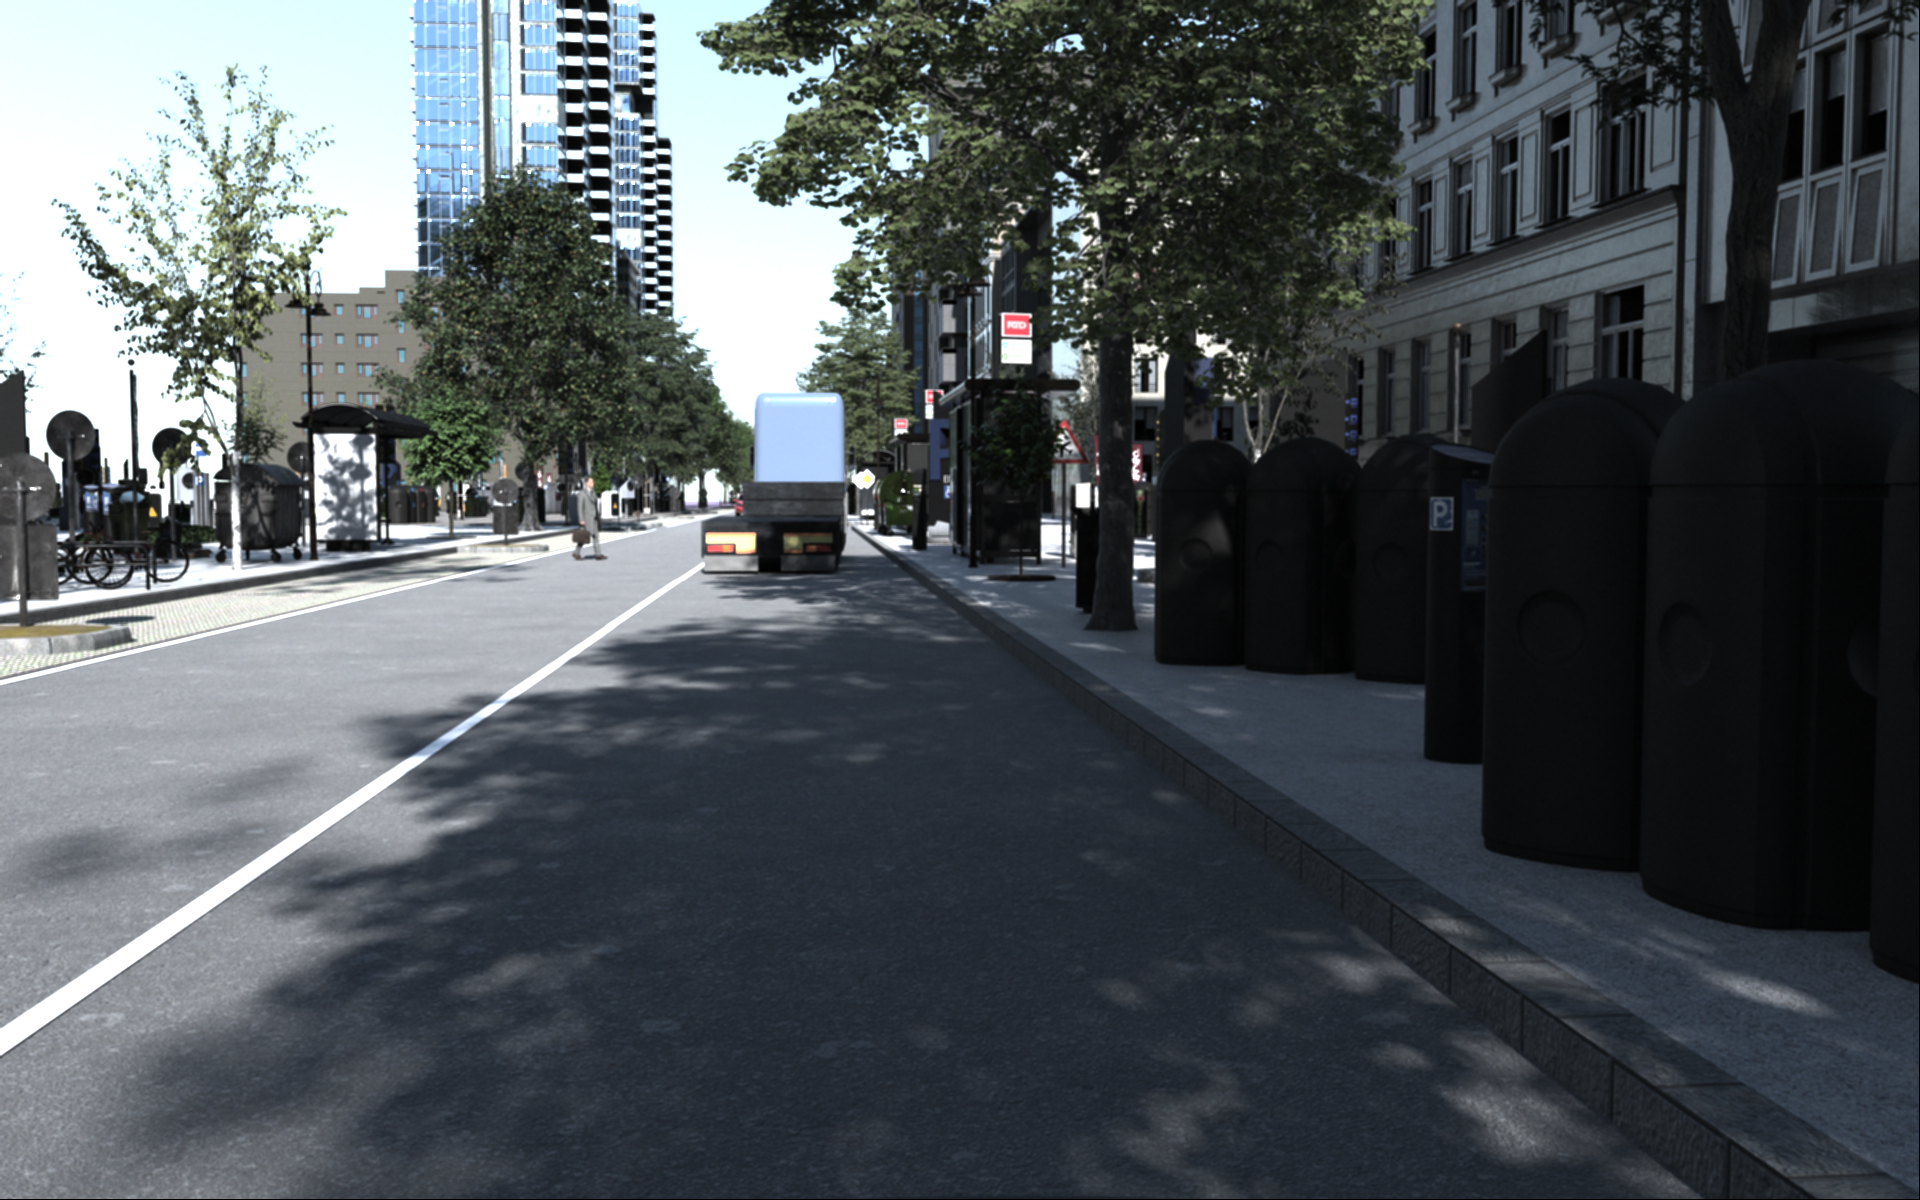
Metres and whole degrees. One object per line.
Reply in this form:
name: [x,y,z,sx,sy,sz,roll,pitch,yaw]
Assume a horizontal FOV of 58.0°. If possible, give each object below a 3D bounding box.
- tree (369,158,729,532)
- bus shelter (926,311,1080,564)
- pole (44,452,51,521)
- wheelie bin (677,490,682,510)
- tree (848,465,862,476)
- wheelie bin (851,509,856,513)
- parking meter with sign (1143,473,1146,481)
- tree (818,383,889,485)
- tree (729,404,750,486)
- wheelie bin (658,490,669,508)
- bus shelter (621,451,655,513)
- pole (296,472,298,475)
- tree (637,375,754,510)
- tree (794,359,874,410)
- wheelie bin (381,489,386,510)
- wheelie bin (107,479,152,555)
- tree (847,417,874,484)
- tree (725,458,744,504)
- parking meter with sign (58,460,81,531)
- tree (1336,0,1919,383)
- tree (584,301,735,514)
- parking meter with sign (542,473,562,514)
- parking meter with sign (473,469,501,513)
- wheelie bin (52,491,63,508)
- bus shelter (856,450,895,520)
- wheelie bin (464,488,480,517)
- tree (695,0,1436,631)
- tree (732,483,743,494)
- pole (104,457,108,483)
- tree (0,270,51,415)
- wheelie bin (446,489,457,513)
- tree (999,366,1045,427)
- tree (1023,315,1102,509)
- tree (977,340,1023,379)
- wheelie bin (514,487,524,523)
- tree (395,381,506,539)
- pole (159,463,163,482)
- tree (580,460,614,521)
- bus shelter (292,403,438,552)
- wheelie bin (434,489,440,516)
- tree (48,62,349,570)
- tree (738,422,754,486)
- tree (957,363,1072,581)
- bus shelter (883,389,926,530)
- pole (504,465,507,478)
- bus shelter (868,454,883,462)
tree: [-14.900,-8.710,59.414,9.611,12.733,9.660,0,3,0]
bus shelter: [0.767,-3.554,35.737,2.179,5.291,8.768,0,4,-5]
pole: [-44.084,-5.494,83.663,0.158,3.312,0.155,0,3,0]
wheelie bin: [-21.903,-7.789,135.264,0.693,1.594,0.980,0,4,3]
tree: [-18.095,-19.727,248.297,9.928,11.665,9.643,0,3,0]
wheelie bin: [-7.243,-6.577,115.439,0.980,1.594,0.693,-1,4,-18]
parking meter with sign: [6.336,-4.055,62.558,1.738,3.016,0.543,3,5,43]
tree: [-11.102,-15.964,171.382,12.009,13.543,11.850,0,3,0]
tree: [-24.987,-15.236,166.115,9.611,12.733,9.660,0,3,0]
wheelie bin: [-24.778,-8.373,144.808,0.980,1.594,0.693,-1,4,-11]
bus shelter: [-23.014,-8.873,122.699,2.179,5.291,8.768,0,4,-5]
pole: [-50.341,-8.427,131.630,0.158,3.312,0.155,0,3,0]
tree: [-23.221,-13.324,143.606,9.928,11.665,9.643,0,3,0]
tree: [-14.065,-22.166,218.307,12.611,20.169,13.585,0,3,0]
wheelie bin: [-33.912,-5.713,101.323,0.980,1.594,0.693,-3,4,-37]
wheelie bin: [-17.699,-1.774,36.918,0.980,1.594,0.693,2,4,30]
tree: [-7.544,-11.115,132.086,4.737,8.622,4.395,0,3,0]
tree: [-30.374,-16.940,227.325,4.360,8.622,3.978,0,3,0]
parking meter with sign: [-31.543,-3.983,61.384,0.543,3.016,1.738,-1,4,-15]
tree: [2.918,-4.421,6.704,7.601,10.594,8.767,-3,5,-40]
tree: [-20.406,-12.638,113.284,9.857,13.997,8.962,0,3,0]
parking meter with sign: [-26.385,-7.047,111.480,0.543,3.016,1.738,2,4,34]
parking meter with sign: [-32.703,-7.591,120.380,1.738,3.016,0.543,-1,4,-8]
wheelie bin: [-62.635,-6.869,120.216,0.693,1.594,0.980,-1,4,-13]
bus shelter: [-3.891,-5.389,82.027,2.014,3.302,5.546,0,4,-5]
wheelie bin: [-26.815,-5.339,95.203,0.693,1.594,0.980,2,4,29]
tree: [1.358,-6.015,16.466,7.486,12.596,7.792,0,3,0]
tree: [-33.351,-16.165,258.899,1.663,3.219,1.824,0,3,0]
pole: [-47.552,-6.280,96.522,0.158,3.312,0.155,0,3,0]
tree: [-30.037,-6.262,52.754,4.360,8.622,3.978,0,3,0]
wheelie bin: [-33.804,-6.569,115.304,0.693,1.594,0.980,0,4,1]
tree: [2.808,-9.184,100.518,4.737,8.622,4.395,0,3,0]
tree: [5.199,-7.235,68.647,4.360,8.622,3.978,0,3,0]
tree: [1.816,-7.905,79.616,4.360,8.622,3.978,0,3,0]
wheelie bin: [-19.657,-4.298,78.179,0.980,1.594,0.693,-2,4,-27]
tree: [-14.933,-4.080,50.420,4.285,4.588,4.351,0,3,0]
pole: [-47.250,-6.647,102.519,0.158,3.312,0.155,0,3,0]
tree: [-17.352,-5.472,84.061,1.663,3.219,1.824,0,3,0]
bus shelter: [-13.989,-2.888,41.138,2.014,3.302,5.546,0,4,-5]
wheelie bin: [-30.557,-5.634,100.031,0.693,1.594,0.980,3,5,40]
tree: [-12.509,-4.819,29.149,4.737,8.622,4.395,0,3,0]
tree: [-37.572,-24.571,308.396,9.857,13.997,8.962,0,3,0]
tree: [0.779,-1.910,25.825,1.663,3.219,1.824,0,3,0]
bus shelter: [-1.462,-5.273,63.849,2.179,5.291,8.768,0,4,-5]
pole: [-31.361,-7.689,119.552,0.158,3.312,0.155,0,3,0]
bus shelter: [-3.611,-6.834,89.360,2.179,5.291,8.768,0,4,-5]
